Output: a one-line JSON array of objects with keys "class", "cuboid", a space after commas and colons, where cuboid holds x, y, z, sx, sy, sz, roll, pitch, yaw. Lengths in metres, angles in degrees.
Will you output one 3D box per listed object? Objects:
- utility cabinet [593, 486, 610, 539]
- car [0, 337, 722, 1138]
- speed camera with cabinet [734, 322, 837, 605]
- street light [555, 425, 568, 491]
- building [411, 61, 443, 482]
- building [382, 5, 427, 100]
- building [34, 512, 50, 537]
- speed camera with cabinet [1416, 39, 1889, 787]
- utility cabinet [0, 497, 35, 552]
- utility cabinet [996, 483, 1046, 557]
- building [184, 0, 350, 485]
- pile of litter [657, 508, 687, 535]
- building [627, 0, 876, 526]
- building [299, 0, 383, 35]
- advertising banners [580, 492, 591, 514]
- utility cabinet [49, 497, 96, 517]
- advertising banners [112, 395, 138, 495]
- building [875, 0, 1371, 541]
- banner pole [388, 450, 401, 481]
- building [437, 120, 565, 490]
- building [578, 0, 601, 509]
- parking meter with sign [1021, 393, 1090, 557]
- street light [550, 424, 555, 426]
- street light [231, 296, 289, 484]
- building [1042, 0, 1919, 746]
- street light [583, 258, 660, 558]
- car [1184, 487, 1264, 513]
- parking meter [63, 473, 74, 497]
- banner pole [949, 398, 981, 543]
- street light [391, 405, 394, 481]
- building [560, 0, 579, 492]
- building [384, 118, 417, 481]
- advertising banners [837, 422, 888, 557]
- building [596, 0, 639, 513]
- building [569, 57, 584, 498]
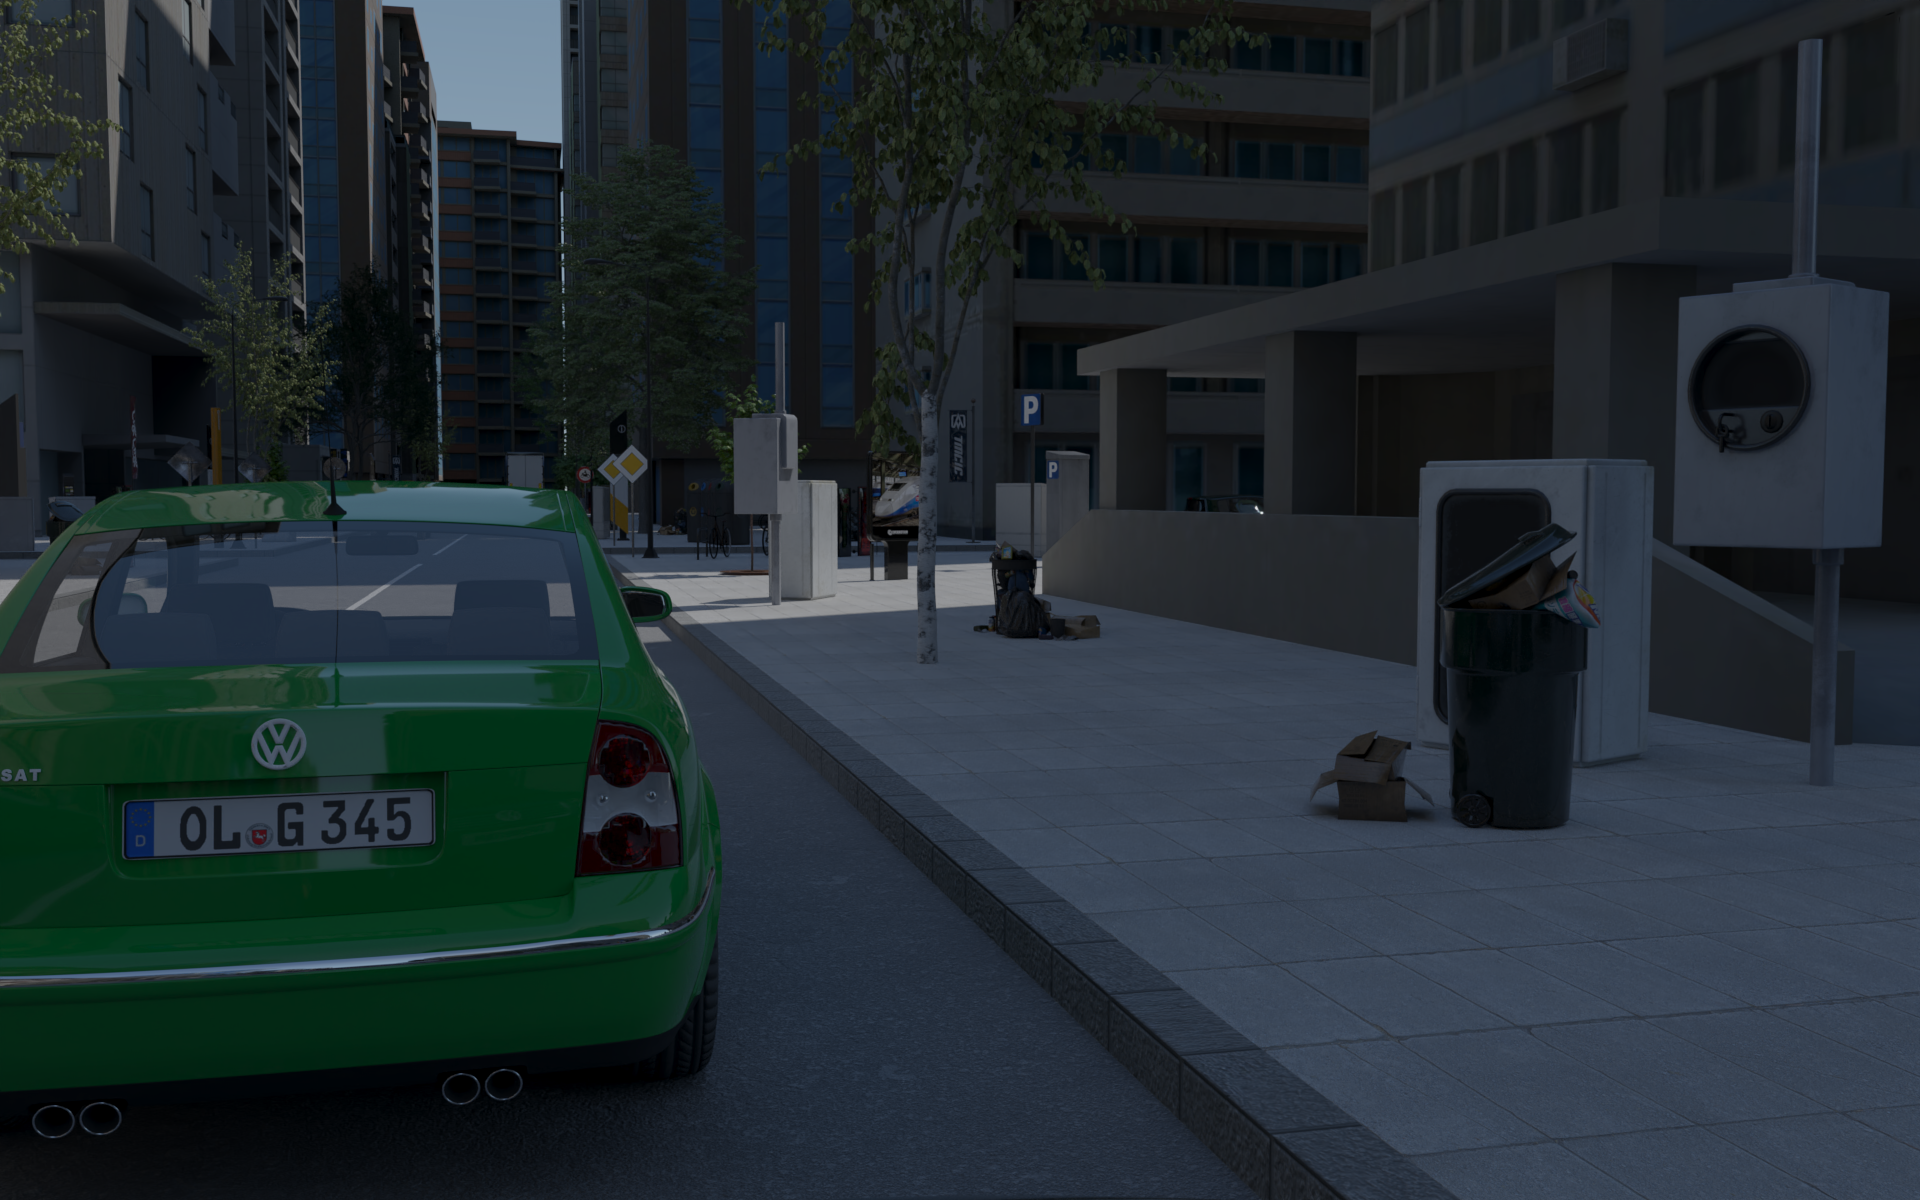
[{"class": "utility cabinet", "cuboid": [-10.233, -2.496, 49.494, 0.318, 1.500, 1.173, 0, 4, -3]}, {"class": "car", "cuboid": [-1.824, 0.209, 5.386, 1.959, 1.807, 4.718, -1, 4, -14]}, {"class": "speed camera with cabinet", "cuboid": [-2.074, -1.616, 20.765, 0.660, 3.252, 2.038, 1, 4, 15]}, {"class": "street light", "cuboid": [-15.209, -5.889, 68.818, 1.470, 5.913, 1.316, -1, 4, -14]}, {"class": "building", "cuboid": [-60.340, -32.113, 175.163, 14.200, 45.320, 14.600, -1, 4, -14]}, {"class": "building", "cuboid": [-58.480, -30.425, 152.069, 22.147, 44.769, 28.867, -1, 4, -14]}, {"class": "building", "cuboid": [-40.930, -28.725, 58.899, 28.713, 52.752, 27.495, -1, 4, -14]}, {"class": "speed camera with cabinet", "cuboid": [3.143, -0.841, 8.087, 0.660, 3.252, 2.038, -3, 4, -38]}, {"class": "utility cabinet", "cuboid": [-21.331, -1.691, 38.813, 1.020, 1.237, 0.306, -2, 4, -24]}, {"class": "utility cabinet", "cuboid": [1.285, -1.630, 35.324, 1.173, 1.500, 0.318, 3, 5, 40]}, {"class": "building", "cuboid": [-44.039, -39.935, 91.188, 20.563, 71.187, 20.611, -1, 4, -14]}, {"class": "pile of litter", "cuboid": [-9.060, -2.485, 54.601, 1.176, 0.858, 1.719, 2, 4, 25]}, {"class": "building", "cuboid": [-7.087, -26.013, 75.424, 14.600, 45.320, 14.200, -1, 4, -14]}, {"class": "building", "cuboid": [-46.750, -28.585, 117.471, 14.600, 45.320, 14.200, -1, 4, -14]}, {"class": "advertising banners", "cuboid": [-24.285, -7.192, 113.778, 2.074, 3.025, 0.090, 3, 5, 42]}, {"class": "utility cabinet", "cuboid": [-21.812, -1.922, 42.583, 0.306, 1.237, 1.020, 2, 4, 33]}, {"class": "advertising banners", "cuboid": [-14.443, -2.069, 30.014, 0.090, 3.025, 2.074, -1, 4, -15]}, {"class": "building", "cuboid": [8.243, -26.612, 58.802, 21.600, 48.544, 21.300, -1, 4, -14]}, {"class": "banner pole", "cuboid": [-32.136, -6.623, 98.307, 0.863, 3.779, 0.401, -1, 4, -19]}, {"class": "building", "cuboid": [-61.684, -33.702, 205.657, 28.867, 44.769, 22.147, -1, 4, -14]}, {"class": "building", "cuboid": [-21.571, -37.020, 147.274, 21.231, 58.520, 28.212, -1, 4, -14]}, {"class": "parking meter with sign", "cuboid": [1.933, -2.108, 30.720, 1.738, 3.016, 0.543, -3, 4, -36]}, {"class": "street light", "cuboid": [-26.777, -8.753, 115.656, 1.470, 5.913, 1.316, -1, 4, -14]}, {"class": "street light", "cuboid": [-16.444, -4.166, 40.661, 1.470, 5.913, 1.316, -1, 4, -14]}, {"class": "building", "cuboid": [18.359, -19.958, 18.188, 32.217, 40.220, 23.993, -1, 4, -14]}, {"class": "street light", "cuboid": [-6.729, -3.784, 34.417, 1.470, 5.913, 1.316, -1, 4, -14]}, {"class": "car", "cuboid": [7.379, -2.058, 43.440, 4.222, 1.686, 2.009, -1, 4, -12]}, {"class": "parking meter", "cuboid": [-25.067, -2.631, 48.733, 0.255, 1.863, 0.399, -2, 4, -31]}, {"class": "banner pole", "cuboid": [0.118, -3.385, 45.365, 0.863, 3.779, 0.401, 0, 4, -3]}, {"class": "street light", "cuboid": [-28.087, -7.024, 87.391, 1.470, 5.913, 1.316, -1, 4, -14]}, {"class": "building", "cuboid": [-37.670, -47.250, 210.782, 20.611, 71.187, 20.563, -1, 4, -14]}, {"class": "building", "cuboid": [-49.388, -22.026, 131.827, 14.160, 30.474, 14.107, -1, 4, -14]}, {"class": "advertising banners", "cuboid": [-1.998, -2.426, 35.851, 0.090, 3.025, 2.074, 2, 4, 30]}, {"class": "building", "cuboid": [-19.300, -27.096, 126.614, 14.154, 41.232, 14.086, -1, 4, -14]}, {"class": "building", "cuboid": [-30.157, -29.592, 167.424, 14.154, 41.232, 14.086, -1, 4, -14]}]
